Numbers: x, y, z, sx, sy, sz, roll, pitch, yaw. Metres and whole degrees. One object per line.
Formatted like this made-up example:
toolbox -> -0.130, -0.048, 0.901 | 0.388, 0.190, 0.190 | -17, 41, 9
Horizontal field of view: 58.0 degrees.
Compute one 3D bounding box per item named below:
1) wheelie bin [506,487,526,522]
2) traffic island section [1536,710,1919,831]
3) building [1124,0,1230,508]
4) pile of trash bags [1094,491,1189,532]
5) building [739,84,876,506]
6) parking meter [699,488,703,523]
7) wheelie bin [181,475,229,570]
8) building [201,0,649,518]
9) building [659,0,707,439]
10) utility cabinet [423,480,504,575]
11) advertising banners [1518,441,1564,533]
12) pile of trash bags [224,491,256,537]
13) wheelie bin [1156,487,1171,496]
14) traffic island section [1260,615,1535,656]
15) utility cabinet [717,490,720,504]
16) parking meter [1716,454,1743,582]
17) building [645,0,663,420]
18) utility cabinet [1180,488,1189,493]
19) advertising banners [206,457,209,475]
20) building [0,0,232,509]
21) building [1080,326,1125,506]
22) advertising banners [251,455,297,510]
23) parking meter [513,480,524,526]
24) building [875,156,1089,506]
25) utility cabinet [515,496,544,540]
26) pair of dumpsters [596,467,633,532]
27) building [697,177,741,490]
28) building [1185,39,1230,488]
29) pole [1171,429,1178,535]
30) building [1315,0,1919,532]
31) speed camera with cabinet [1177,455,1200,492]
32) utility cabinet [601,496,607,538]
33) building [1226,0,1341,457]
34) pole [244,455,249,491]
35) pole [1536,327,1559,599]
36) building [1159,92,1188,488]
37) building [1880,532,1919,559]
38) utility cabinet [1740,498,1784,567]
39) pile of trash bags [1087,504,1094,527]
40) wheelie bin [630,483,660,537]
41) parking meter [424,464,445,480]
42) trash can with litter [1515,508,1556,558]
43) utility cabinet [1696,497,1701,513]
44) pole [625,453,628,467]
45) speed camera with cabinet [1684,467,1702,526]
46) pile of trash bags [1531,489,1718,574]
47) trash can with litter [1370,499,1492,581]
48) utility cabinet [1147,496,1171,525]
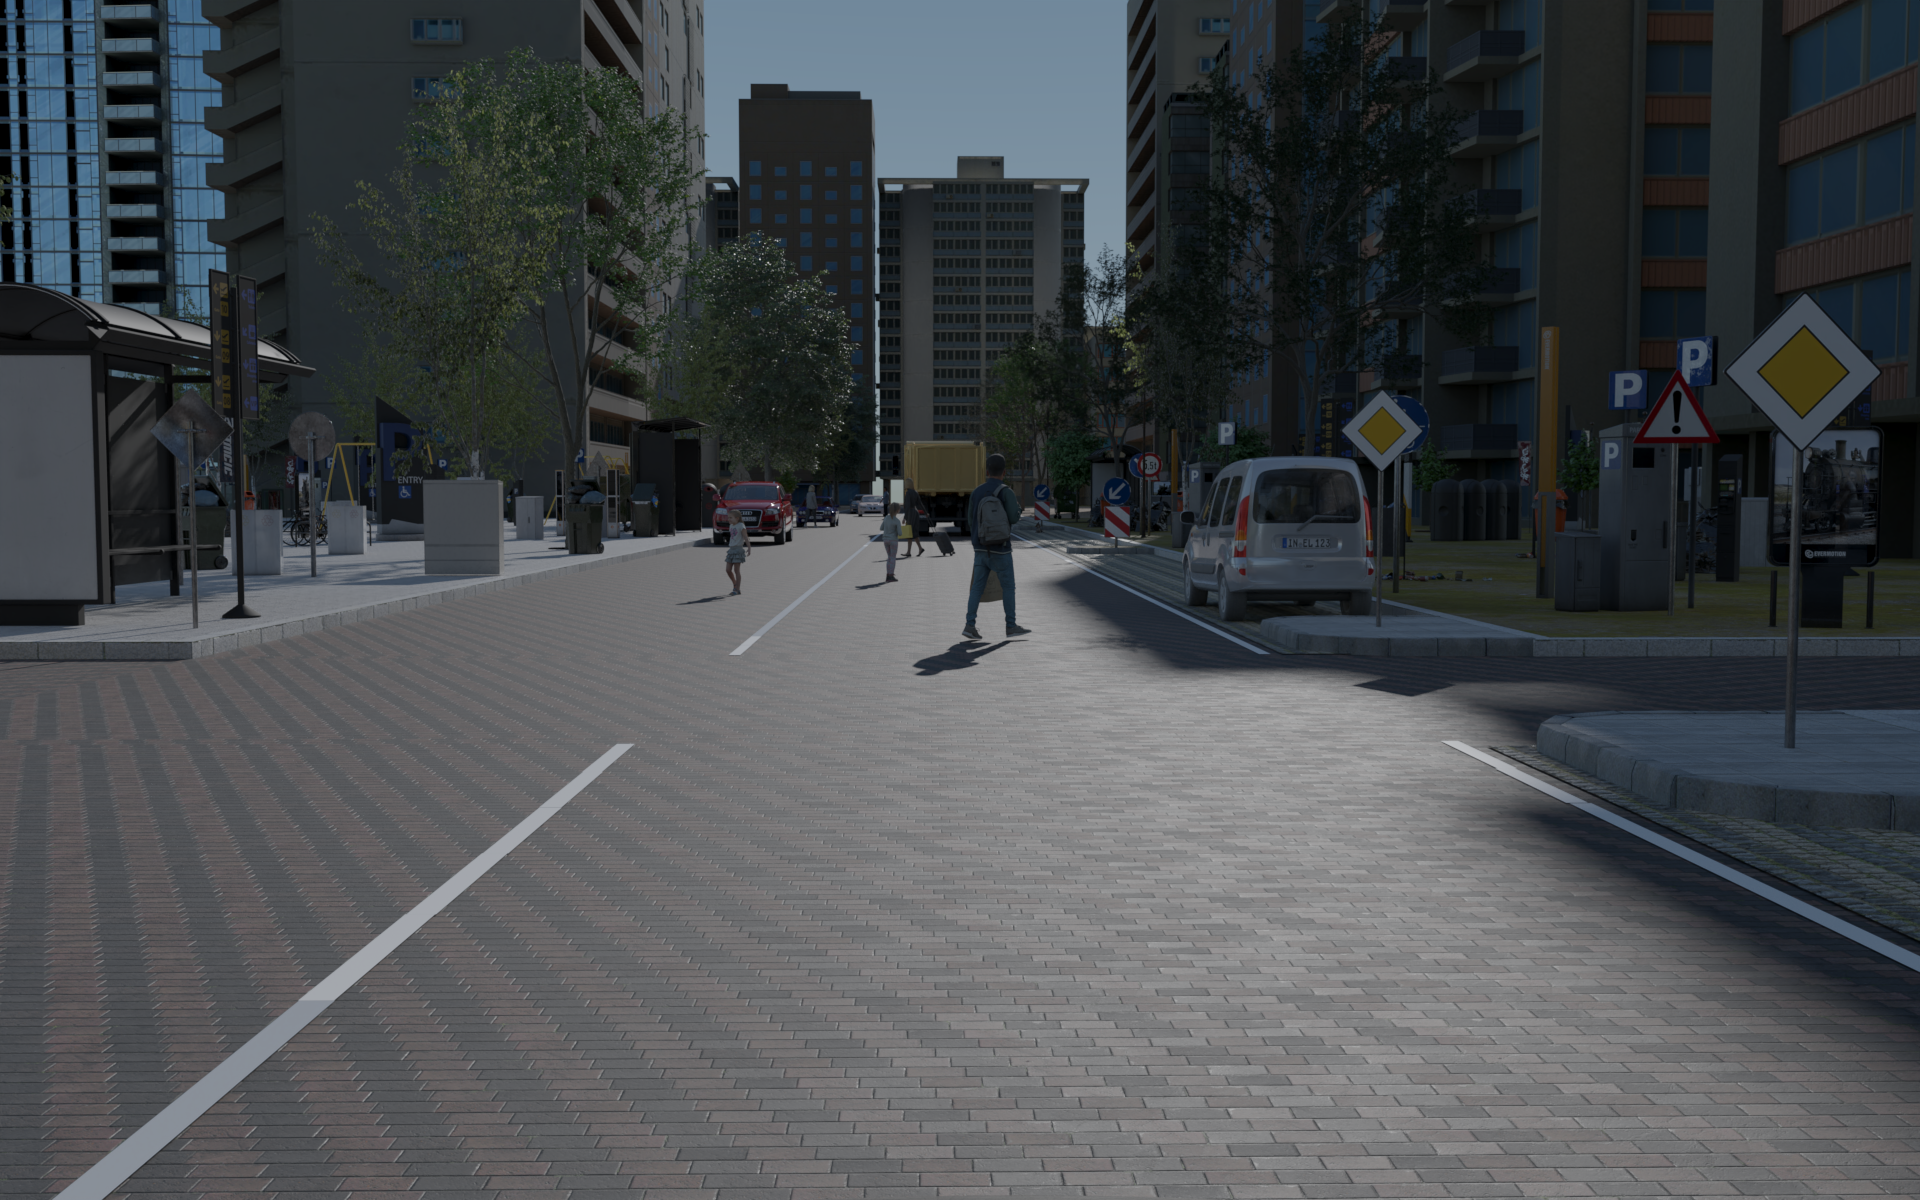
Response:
wheelie bin -> -20.050, -4.305, 78.298 | 0.693, 1.594, 0.980 | 1, 4, 21
traffic island section -> 4.215, 0.826, 8.769 | 2.009, 0.180, 2.903 | 0, 4, -1
building -> 25.767, -31.935, 145.840 | 21.300, 48.544, 21.600 | 0, 4, -1
pile of trash bags -> 6.573, -3.026, 59.225 | 1.912, 1.369, 3.447 | -3, 5, -39
building -> -16.608, -33.182, 192.640 | 14.200, 45.320, 14.600 | 0, 4, -1
parking meter -> -9.364, -3.417, 61.583 | 0.399, 1.863, 0.255 | 0, 3, 0
wheelie bin -> -12.884, -1.316, 29.432 | 0.980, 1.594, 0.693 | 3, 4, 36
building -> -30.739, -29.210, 101.278 | 21.300, 48.544, 21.600 | 0, 4, -1
building -> -35.538, -33.806, 141.962 | 27.495, 52.752, 28.713 | 0, 4, -1
utility cabinet -> -7.801, -1.136, 27.250 | 1.173, 1.500, 0.318 | 0, 4, 0
advertising banners -> 18.965, -3.671, 56.211 | 0.090, 3.025, 2.074 | -3, 4, -38
pile of trash bags -> -22.245, -2.559, 51.594 | 1.912, 1.369, 3.447 | 1, 4, 16
wheelie bin -> 8.798, -4.072, 74.485 | 0.693, 1.594, 0.980 | 2, 4, 28
traffic island section -> 4.066, 0.338, 16.753 | 2.009, 0.180, 2.903 | 0, 4, -1
utility cabinet -> -12.460, -5.033, 90.976 | 0.318, 1.500, 1.173 | 0, 4, 4
parking meter -> 11.270, -1.203, 25.379 | 0.255, 1.863, 0.399 | 3, 4, 37
building -> -28.607, -28.698, 119.317 | 14.600, 45.320, 14.200 | 0, 4, -1
utility cabinet -> 8.536, -3.292, 62.507 | 1.173, 1.500, 0.318 | 2, 4, 29
advertising banners -> -23.894, -3.582, 54.748 | 0.090, 3.025, 2.074 | -2, 4, -31
building -> -65.866, -50.751, 142.444 | 31.000, 86.520, 22.319 | 0, 4, -1
building -> 28.807, -21.750, 200.644 | 28.899, 21.520, 27.650 | 0, 4, -1
advertising banners -> -30.930, -5.005, 78.016 | 2.074, 3.025, 0.090 | -2, 4, -25
parking meter -> -17.804, -3.921, 69.817 | 0.399, 1.863, 0.255 | 2, 4, 32
building -> 2.325, -31.185, 201.750 | 23.993, 40.220, 32.217 | 0, 4, -1
utility cabinet -> -12.195, -2.318, 49.061 | 1.020, 1.237, 0.306 | 3, 5, 44
pair of dumpsters -> -11.772, -3.520, 60.052 | 1.574, 2.255, 4.437 | 0, 4, -1
building -> -36.435, -31.125, 200.770 | 23.993, 40.220, 32.217 | 0, 4, -1
building -> 23.219, -20.947, 114.189 | 14.160, 30.474, 14.107 | 0, 4, -1
pole -> 6.762, -3.716, 54.598 | 0.158, 3.312, 0.155 | 0, 3, 0
building -> 28.163, -25.851, 77.294 | 22.147, 44.769, 28.867 | 0, 4, -1
speed camera with cabinet -> 11.347, -5.674, 87.103 | 2.038, 3.252, 0.660 | 0, 4, 1
utility cabinet -> -10.603, -2.441, 51.076 | 0.306, 1.237, 1.020 | 1, 4, 21
building -> 23.567, -27.492, 99.613 | 14.600, 45.320, 14.200 | 0, 4, -1
pole -> -36.956, -5.864, 89.713 | 0.158, 3.312, 0.155 | 0, 3, 0
pole -> 7.209, -1.676, 21.241 | 0.158, 3.312, 0.155 | 0, 3, 0
building -> 21.560, -21.807, 128.242 | 14.160, 30.474, 14.107 | 0, 4, -1
building -> 31.284, -23.380, 36.886 | 28.867, 44.769, 22.147 | 0, 4, -1
utility cabinet -> 14.147, -1.194, 30.681 | 1.020, 1.237, 0.306 | 1, 4, 20
pile of trash bags -> 5.807, -3.496, 66.907 | 1.912, 1.369, 3.447 | 1, 4, 11
wheelie bin -> -9.386, -2.679, 51.708 | 0.980, 1.594, 0.693 | 1, 4, 18
parking meter -> -10.271, -1.725, 33.916 | 0.255, 1.863, 0.399 | 1, 4, 12
trash can with litter -> 12.046, -1.463, 34.984 | 2.233, 1.210, 1.678 | -3, 5, -40
utility cabinet -> 22.399, -2.526, 52.466 | 0.306, 1.237, 1.020 | 2, 4, 24
pole -> -16.364, -5.581, 85.091 | 0.158, 3.312, 0.155 | 0, 3, 0
speed camera with cabinet -> 25.749, -3.946, 58.848 | 2.038, 3.252, 0.660 | 3, 5, 44
pile of trash bags -> 11.405, -1.200, 29.374 | 3.447, 1.369, 1.912 | 3, 4, 38
trash can with litter -> 6.757, -0.901, 25.791 | 2.233, 1.210, 1.678 | 1, 4, 19
utility cabinet -> 8.346, -3.744, 72.368 | 1.020, 1.237, 0.306 | 2, 4, 24
